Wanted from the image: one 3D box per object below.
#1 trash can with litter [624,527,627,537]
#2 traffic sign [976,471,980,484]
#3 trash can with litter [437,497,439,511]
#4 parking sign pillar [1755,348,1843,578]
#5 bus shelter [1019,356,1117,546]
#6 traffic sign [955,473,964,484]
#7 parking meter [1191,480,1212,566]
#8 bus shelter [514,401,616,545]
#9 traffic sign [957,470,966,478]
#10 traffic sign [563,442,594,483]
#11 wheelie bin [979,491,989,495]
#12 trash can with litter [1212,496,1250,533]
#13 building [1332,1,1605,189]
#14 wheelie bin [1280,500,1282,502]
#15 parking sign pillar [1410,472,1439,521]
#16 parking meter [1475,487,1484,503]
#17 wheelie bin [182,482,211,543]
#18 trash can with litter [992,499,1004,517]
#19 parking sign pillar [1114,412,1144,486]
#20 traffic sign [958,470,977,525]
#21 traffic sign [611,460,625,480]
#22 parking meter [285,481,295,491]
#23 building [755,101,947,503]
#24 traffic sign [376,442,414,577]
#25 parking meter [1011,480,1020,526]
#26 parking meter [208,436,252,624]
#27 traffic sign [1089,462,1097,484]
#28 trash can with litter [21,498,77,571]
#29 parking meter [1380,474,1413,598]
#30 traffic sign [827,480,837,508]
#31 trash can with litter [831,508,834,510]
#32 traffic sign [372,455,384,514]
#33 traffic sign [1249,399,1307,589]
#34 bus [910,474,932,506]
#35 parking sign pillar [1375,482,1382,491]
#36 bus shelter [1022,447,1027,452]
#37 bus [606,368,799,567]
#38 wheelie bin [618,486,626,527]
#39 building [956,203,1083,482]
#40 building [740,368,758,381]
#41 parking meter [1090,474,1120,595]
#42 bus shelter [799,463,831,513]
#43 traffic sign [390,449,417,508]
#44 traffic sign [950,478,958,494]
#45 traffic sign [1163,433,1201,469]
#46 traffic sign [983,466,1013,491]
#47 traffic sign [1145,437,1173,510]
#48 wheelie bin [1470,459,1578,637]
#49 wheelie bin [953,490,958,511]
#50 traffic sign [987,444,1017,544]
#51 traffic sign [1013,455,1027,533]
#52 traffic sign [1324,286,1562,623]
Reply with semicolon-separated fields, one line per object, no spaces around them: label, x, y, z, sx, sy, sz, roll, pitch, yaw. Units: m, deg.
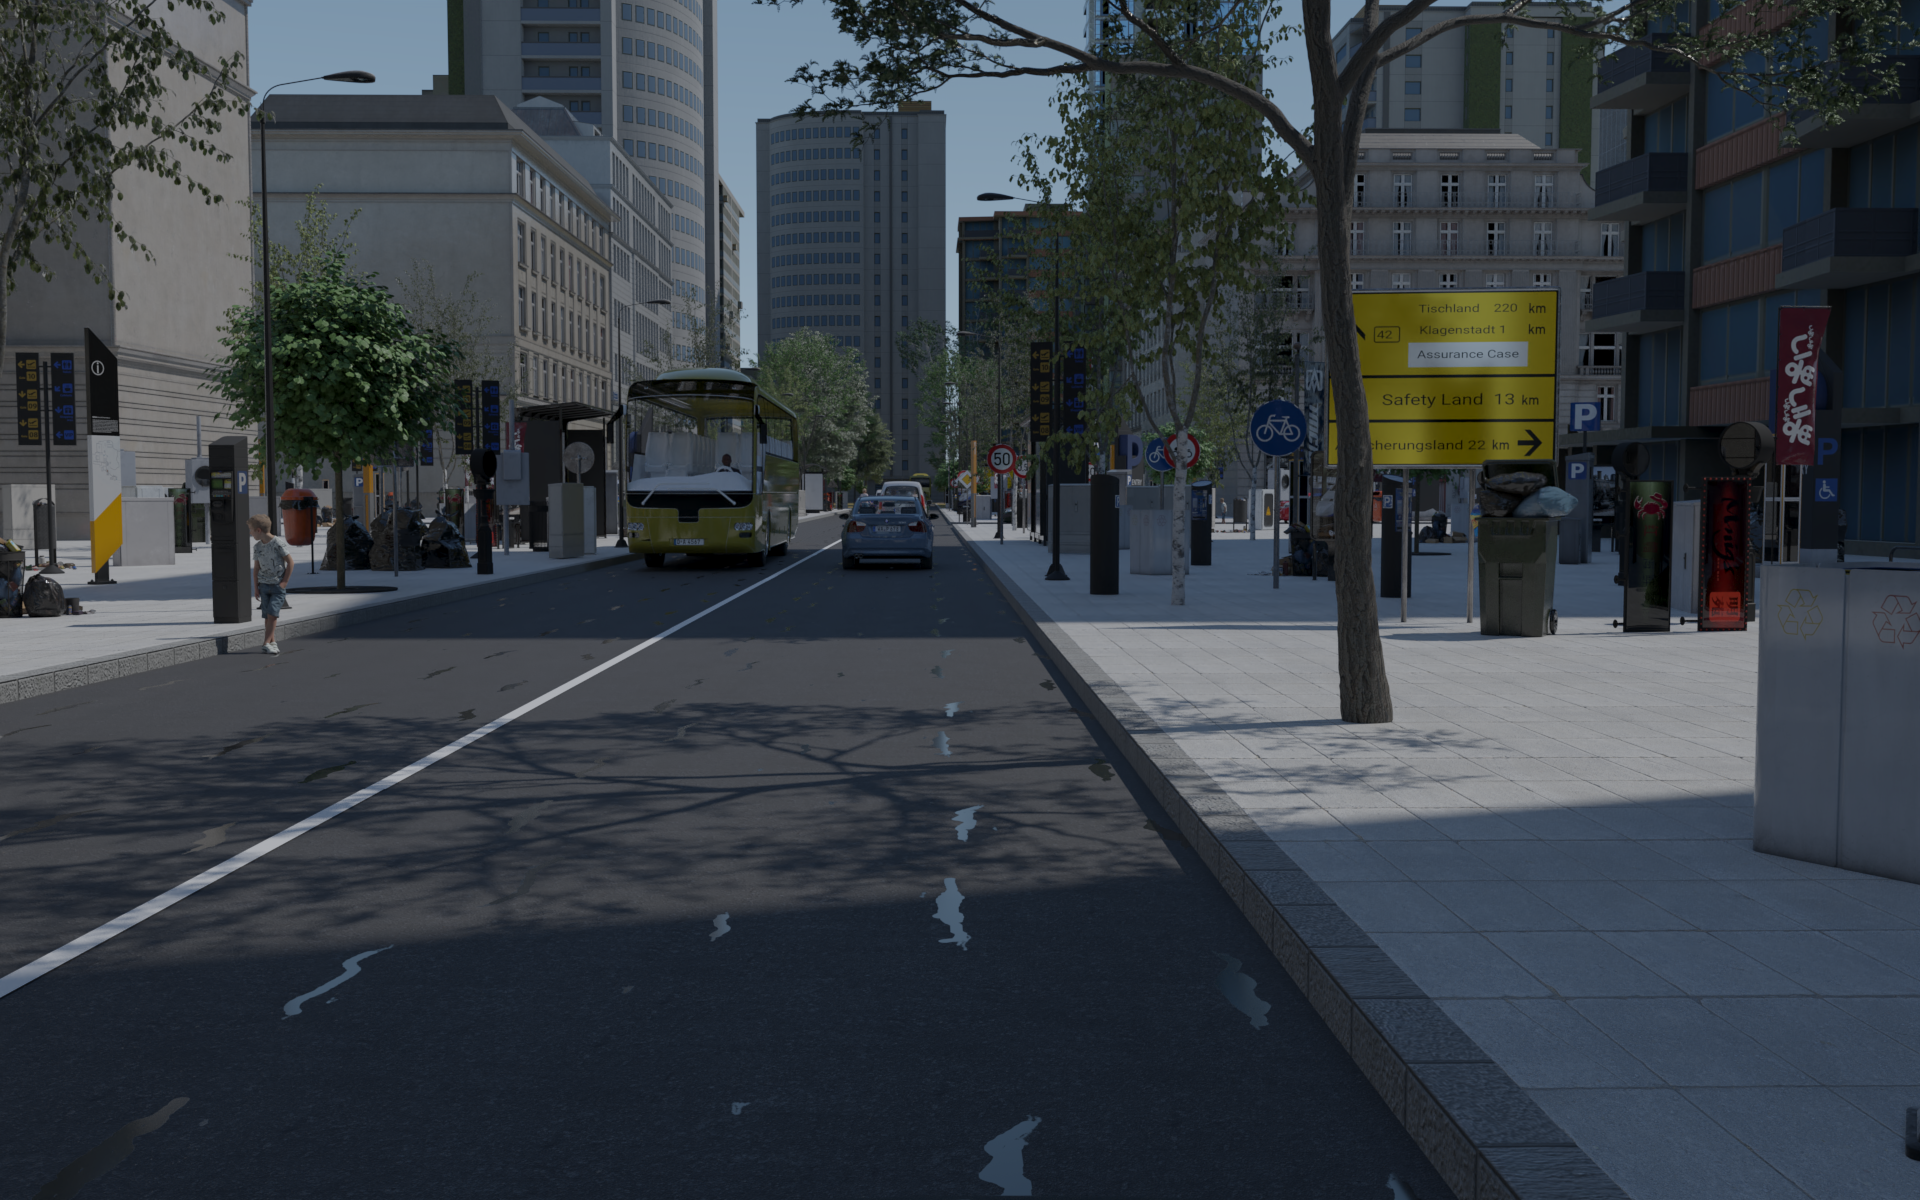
trash can with litter;-9.582;-2.451;51.464;1.055;1.170;0.624;-1;4;-12
traffic sign;0.767;-5.470;89.433;0.884;2.594;0.081;0;4;2
trash can with litter;-23.561;-4.169;79.557;1.055;1.170;0.624;3;5;41
parking sign pillar;12.909;-2.326;26.501;1.447;3.967;1.447;0;4;-4
bus shelter;2.765;-4.230;46.786;2.179;5.291;8.768;0;4;-1
traffic sign;0.150;-4.682;80.187;0.795;2.450;0.064;0;4;-1
parking meter;4.339;-1.390;31.132;0.372;1.533;0.369;0;3;0
bus shelter;-10.669;-3.409;47.025;1.731;3.624;6.357;0;4;-1
traffic sign;0.238;-5.673;92.855;0.768;2.556;0.104;0;3;0
traffic sign;-9.333;-2.587;42.399;0.768;2.556;0.104;0;4;0
wheelie bin;1.560;-6.657;116.752;0.693;1.594;0.980;1;4;18
trash can with litter;8.946;-2.853;57.700;2.233;1.210;1.678;-2;4;-24
building;59.308;-40.681;207.136;28.212;58.520;21.231;0;4;-1
wheelie bin;15.831;-4.772;85.934;0.980;1.594;0.693;-1;4;-16
parking sign pillar;22.049;-5.719;81.984;1.447;3.967;1.447;-2;4;-25
parking meter;19.296;-3.424;64.391;0.372;1.533;0.369;0;3;0
wheelie bin;-20.236;-2.326;45.940;0.693;1.594;0.980;3;5;41
trash can with litter;3.093;-5.474;100.560;2.233;1.210;1.678;1;4;21
parking sign pillar;5.563;-4.190;56.972;1.447;3.967;1.447;2;4;34
traffic sign;0.302;-4.193;72.204;0.795;2.450;0.064;0;4;-1
traffic sign;-12.568;-3.929;64.349;0.768;2.556;0.104;0;4;-1
parking meter;-30.638;-4.500;79.279;0.399;1.863;0.255;0;4;-8
building;-16.244;-44.049;262.193;28.212;58.520;21.231;0;4;-1
traffic sign;-8.760;-1.512;26.856;0.606;2.300;0.079;0;4;2
parking meter;2.231;-3.912;69.670;0.255;1.863;0.399;-1;4;-13
parking meter;-7.262;-0.705;17.234;0.255;1.863;0.399;0;4;1
traffic sign;5.153;-4.202;68.808;0.768;2.556;0.104;0;4;7
trash can with litter;-15.835;-1.117;29.323;1.678;1.210;2.233;0;4;5
parking meter;5.418;-0.800;21.493;0.372;1.533;0.369;0;3;0
traffic sign;-10.251;-8.508;139.106;0.884;2.594;0.081;0;4;4
trash can with litter;-10.811;-7.737;137.553;2.233;1.210;1.678;3;4;39
traffic sign;-11.294;-2.061;33.801;0.768;2.556;0.104;0;4;4
traffic sign;4.294;-1.428;23.450;0.768;2.556;0.104;0;4;4
bus;-4.735;-13.210;207.526;2.896;3.916;12.252;0;4;-1
parking sign pillar;20.948;-5.986;86.349;1.447;3.967;1.447;2;4;35
bus shelter;4.138;-5.957;88.676;1.731;3.624;6.357;0;4;-1
bus;-5.125;-2.805;37.403;2.896;3.916;12.252;0;4;-2
wheelie bin;-13.253;-3.587;66.562;0.980;1.594;0.693;3;4;38
building;12.283;-37.243;263.550;28.867;44.769;22.147;0;4;-1
building;-45.215;-25.711;265.420;28.899;21.520;27.650;0;4;-1
parking meter;1.849;-0.840;22.140;0.372;1.533;0.369;0;3;0
bus shelter;-9.883;-7.547;117.311;2.014;3.302;5.546;0;4;-1
traffic sign;-12.729;-2.403;39.397;0.768;2.556;0.104;1;4;8
traffic sign;-0.413;-8.503;139.124;0.768;2.556;0.104;0;4;3
traffic sign;4.563;-2.178;35.710;0.768;2.556;0.104;0;4;1
traffic sign;2.836;-8.144;127.023;2.265;3.308;0.079;0;4;5
traffic sign;4.528;-2.366;38.792;0.768;2.556;0.104;0;4;6
wheelie bin;5.096;-0.479;15.745;0.980;1.594;0.693;2;4;29
wheelie bin;-0.206;-7.439;129.543;0.693;1.594;0.980;0;4;-1
traffic sign;1.064;-2.687;44.030;0.768;2.556;0.104;0;4;-1
traffic sign;2.082;-3.439;56.335;0.768;2.556;0.104;0;3;0
traffic sign;4.759;-1.426;17.184;2.265;3.308;0.079;0;4;6
